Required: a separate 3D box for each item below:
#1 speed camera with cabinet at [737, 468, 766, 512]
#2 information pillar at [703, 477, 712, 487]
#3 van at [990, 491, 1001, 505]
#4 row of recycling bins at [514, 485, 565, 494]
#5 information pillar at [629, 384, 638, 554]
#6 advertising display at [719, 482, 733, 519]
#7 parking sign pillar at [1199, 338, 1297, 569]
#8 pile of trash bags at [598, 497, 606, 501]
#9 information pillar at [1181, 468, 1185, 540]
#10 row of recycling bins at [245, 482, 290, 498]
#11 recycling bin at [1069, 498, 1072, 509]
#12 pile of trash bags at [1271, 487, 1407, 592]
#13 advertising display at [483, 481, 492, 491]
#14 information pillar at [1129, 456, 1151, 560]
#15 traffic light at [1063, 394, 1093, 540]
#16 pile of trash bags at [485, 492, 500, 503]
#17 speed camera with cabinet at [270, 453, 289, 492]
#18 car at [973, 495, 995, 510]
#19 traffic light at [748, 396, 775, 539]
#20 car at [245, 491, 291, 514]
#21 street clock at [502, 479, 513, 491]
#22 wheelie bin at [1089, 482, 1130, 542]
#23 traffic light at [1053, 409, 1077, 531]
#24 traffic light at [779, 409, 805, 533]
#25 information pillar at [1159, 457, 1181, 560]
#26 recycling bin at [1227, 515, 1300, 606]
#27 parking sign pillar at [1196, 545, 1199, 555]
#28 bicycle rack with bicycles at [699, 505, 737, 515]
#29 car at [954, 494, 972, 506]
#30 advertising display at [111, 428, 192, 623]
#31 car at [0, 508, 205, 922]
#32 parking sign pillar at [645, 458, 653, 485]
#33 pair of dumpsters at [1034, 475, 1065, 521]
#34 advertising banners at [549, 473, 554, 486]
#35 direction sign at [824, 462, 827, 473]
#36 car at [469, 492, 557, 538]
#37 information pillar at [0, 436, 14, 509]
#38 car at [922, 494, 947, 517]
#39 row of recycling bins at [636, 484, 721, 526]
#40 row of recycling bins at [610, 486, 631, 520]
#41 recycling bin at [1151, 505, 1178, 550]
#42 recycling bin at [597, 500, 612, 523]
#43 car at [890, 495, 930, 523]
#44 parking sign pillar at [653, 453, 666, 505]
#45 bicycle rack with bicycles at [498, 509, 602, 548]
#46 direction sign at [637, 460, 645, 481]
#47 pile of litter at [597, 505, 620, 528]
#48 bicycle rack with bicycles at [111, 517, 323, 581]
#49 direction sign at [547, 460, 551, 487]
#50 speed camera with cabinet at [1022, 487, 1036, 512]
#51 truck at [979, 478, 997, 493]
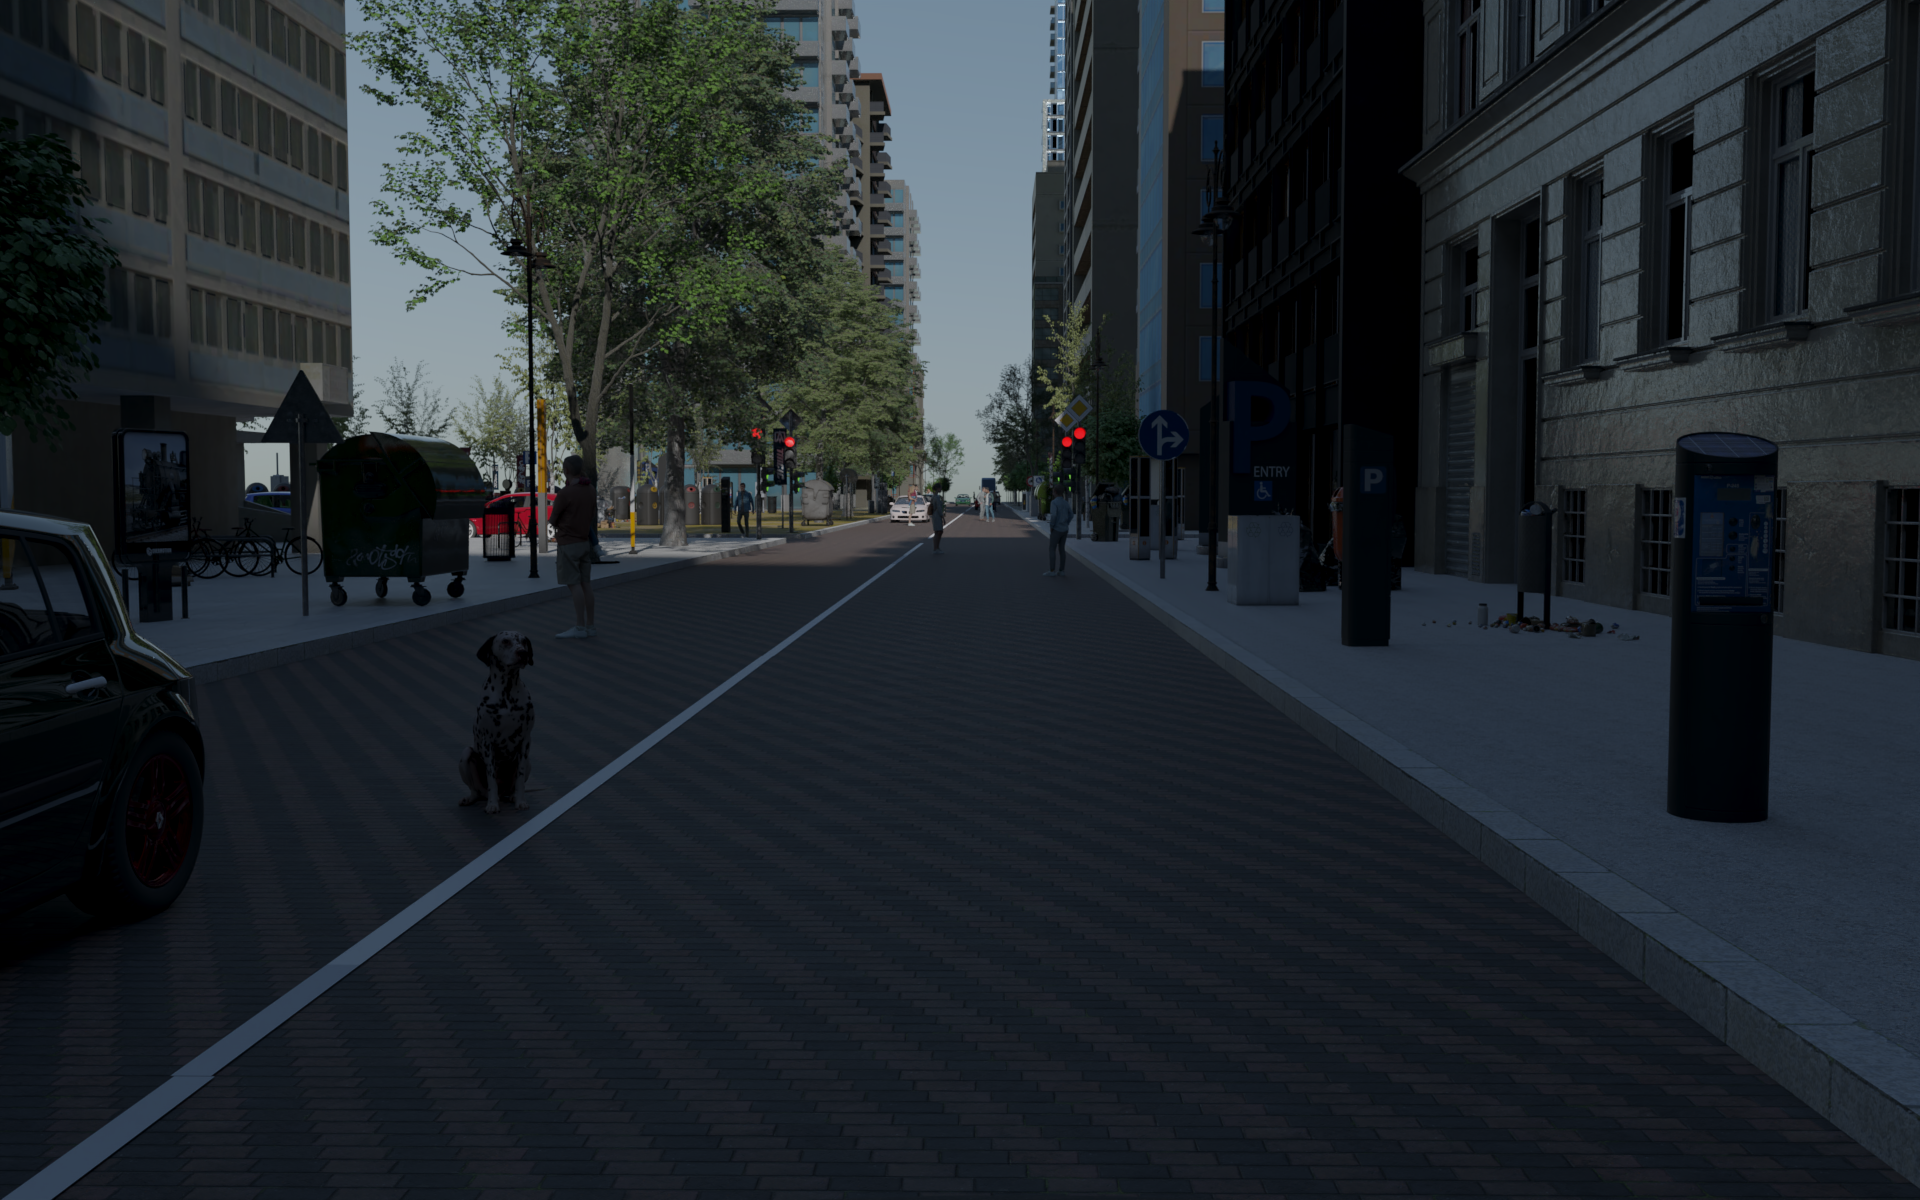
[{"bbox_3d":[-15.035,-7.981,124.824,2.038,3.252,0.660,1,4,8],"label":"speed camera with cabinet"},{"bbox_3d":[-11.186,-4.420,76.756,0.304,2.012,0.304,3,4,38],"label":"information pillar"},{"bbox_3d":[4.633,-13.914,234.509,2.013,2.044,4.112,0,4,-1],"label":"van"},{"bbox_3d":[-19.905,-4.653,83.186,3.534,1.692,1.069,2,4,24],"label":"row of recycling bins"},{"bbox_3d":[-6.998,-2.791,36.980,0.183,3.616,0.504,-1,4,-9],"label":"information pillar"},{"bbox_3d":[-12.214,-5.210,90.400,0.974,1.923,0.123,3,5,40],"label":"advertising display"},{"bbox_3d":[5.183,-2.548,30.133,1.447,3.967,1.447,-1,4,-17],"label":"parking sign pillar"},{"bbox_3d":[-19.991,-5.667,102.410,3.447,1.369,1.912,1,4,19],"label":"pile of trash bags"},{"bbox_3d":[6.059,-2.666,48.088,0.304,2.012,0.304,1,4,22],"label":"information pillar"},{"bbox_3d":[-24.333,-3.302,61.097,3.534,1.692,1.069,-2,4,-25],"label":"row of recycling bins"},{"bbox_3d":[7.102,-6.248,114.712,0.722,1.027,0.722,2,4,30],"label":"recycling bin"},{"bbox_3d":[4.960,-0.809,22.975,1.912,1.369,3.447,0,4,4],"label":"pile of trash bags"},{"bbox_3d":[-23.712,-4.953,86.189,0.123,1.923,0.974,3,5,40],"label":"advertising display"},{"bbox_3d":[3.493,-1.779,33.575,0.304,2.012,0.304,-2,4,-31],"label":"information pillar"},{"bbox_3d":[3.336,-3.662,48.800,0.839,4.253,0.868,0,4,1],"label":"traffic light"},{"bbox_3d":[-24.341,-5.084,92.881,1.912,1.369,3.447,-3,4,-37],"label":"pile of trash bags"},{"bbox_3d":[-31.911,-5.417,82.910,2.038,3.252,0.660,0,4,7],"label":"speed camera with cabinet"},{"bbox_3d":[2.259,-9.009,156.339,2.155,1.783,4.494,0,4,2],"label":"car"},{"bbox_3d":[-5.674,-3.671,48.938,0.839,4.253,0.868,0,4,1],"label":"traffic light"},{"bbox_3d":[-20.713,-2.725,54.146,3.694,1.707,1.945,0,4,1],"label":"car"},{"bbox_3d":[-22.102,-4.896,84.619,0.471,2.002,0.358,2,4,25],"label":"street clock"},{"bbox_3d":[3.973,-2.377,46.770,0.980,1.594,0.693,-3,5,-45],"label":"wheelie bin"},{"bbox_3d":[3.473,-4.151,56.784,0.839,4.253,0.868,0,4,1],"label":"traffic light"},{"bbox_3d":[-5.538,-4.159,56.921,0.839,4.253,0.868,0,4,1],"label":"traffic light"},{"bbox_3d":[4.089,-1.804,33.988,0.304,2.012,0.304,1,4,21],"label":"information pillar"},{"bbox_3d":[3.538,-0.469,20.224,0.722,1.027,0.722,0,4,-1],"label":"recycling bin"},{"bbox_3d":[5.759,-2.952,36.743,1.447,3.967,1.447,2,4,26],"label":"parking sign pillar"},{"bbox_3d":[-14.578,-5.533,103.843,2.925,0.926,2.852,0,4,-2],"label":"bicycle rack with bicycles"},{"bbox_3d":[0.373,-11.899,206.339,2.131,1.459,4.920,0,4,1],"label":"car"},{"bbox_3d":[-8.094,-0.744,17.385,0.123,1.923,0.974,1,4,14],"label":"advertising display"},{"bbox_3d":[-3.616,0.320,4.555,2.009,1.686,4.222,0,4,2],"label":"car"},{"bbox_3d":[-22.490,-8.486,127.215,1.447,3.967,1.447,-3,5,-44],"label":"parking sign pillar"},{"bbox_3d":[4.465,-5.018,84.537,1.574,2.255,4.437,0,4,1],"label":"pair of dumpsters"},{"bbox_3d":[-28.738,-7.536,119.405,0.090,3.025,2.074,3,4,36],"label":"advertising banners"},{"bbox_3d":[-9.946,-8.471,130.489,0.876,3.537,0.379,0,4,-3],"label":"direction sign"},{"bbox_3d":[-13.519,-2.669,52.684,4.494,1.783,2.155,0,4,2],"label":"car"},{"bbox_3d":[-12.807,-1.950,23.240,0.183,3.616,0.504,-1,4,-20],"label":"information pillar"},{"bbox_3d":[-1.802,-6.035,108.456,2.009,1.686,4.222,0,4,3],"label":"car"},{"bbox_3d":[-11.569,-3.926,71.310,3.534,1.692,1.069,-2,4,-25],"label":"row of recycling bins"},{"bbox_3d":[-17.232,-4.948,88.018,1.069,1.692,3.534,0,4,-5],"label":"row of recycling bins"},{"bbox_3d":[4.560,-1.667,39.816,0.722,1.027,0.722,2,4,28],"label":"recycling bin"},{"bbox_3d":[-14.208,-3.417,68.417,0.722,1.027,0.722,1,4,16],"label":"recycling bin"},{"bbox_3d":[-2.495,-4.615,87.813,2.083,1.381,4.827,0,4,2],"label":"car"},{"bbox_3d":[-14.733,-6.106,88.307,1.447,3.967,1.447,-1,4,-14],"label":"parking sign pillar"},{"bbox_3d":[-9.869,-1.751,42.016,2.852,0.926,2.925,0,4,4],"label":"bicycle rack with bicycles"},{"bbox_3d":[-21.261,-7.556,115.536,0.876,3.537,0.379,3,5,41],"label":"direction sign"},{"bbox_3d":[-13.517,-3.166,65.733,1.176,0.858,1.719,-1,4,-17],"label":"pile of litter"},{"bbox_3d":[-11.491,-0.835,27.028,2.925,0.926,2.852,-1,4,-19],"label":"bicycle rack with bicycles"},{"bbox_3d":[-27.239,-7.496,114.550,0.379,3.537,0.876,-2,4,-32],"label":"direction sign"},{"bbox_3d":[5.121,-7.987,124.919,0.660,3.252,2.038,-1,4,-21],"label":"speed camera with cabinet"},{"bbox_3d":[4.762,-17.646,278.264,2.967,4.110,18.799,0,4,-1],"label":"truck"}]
